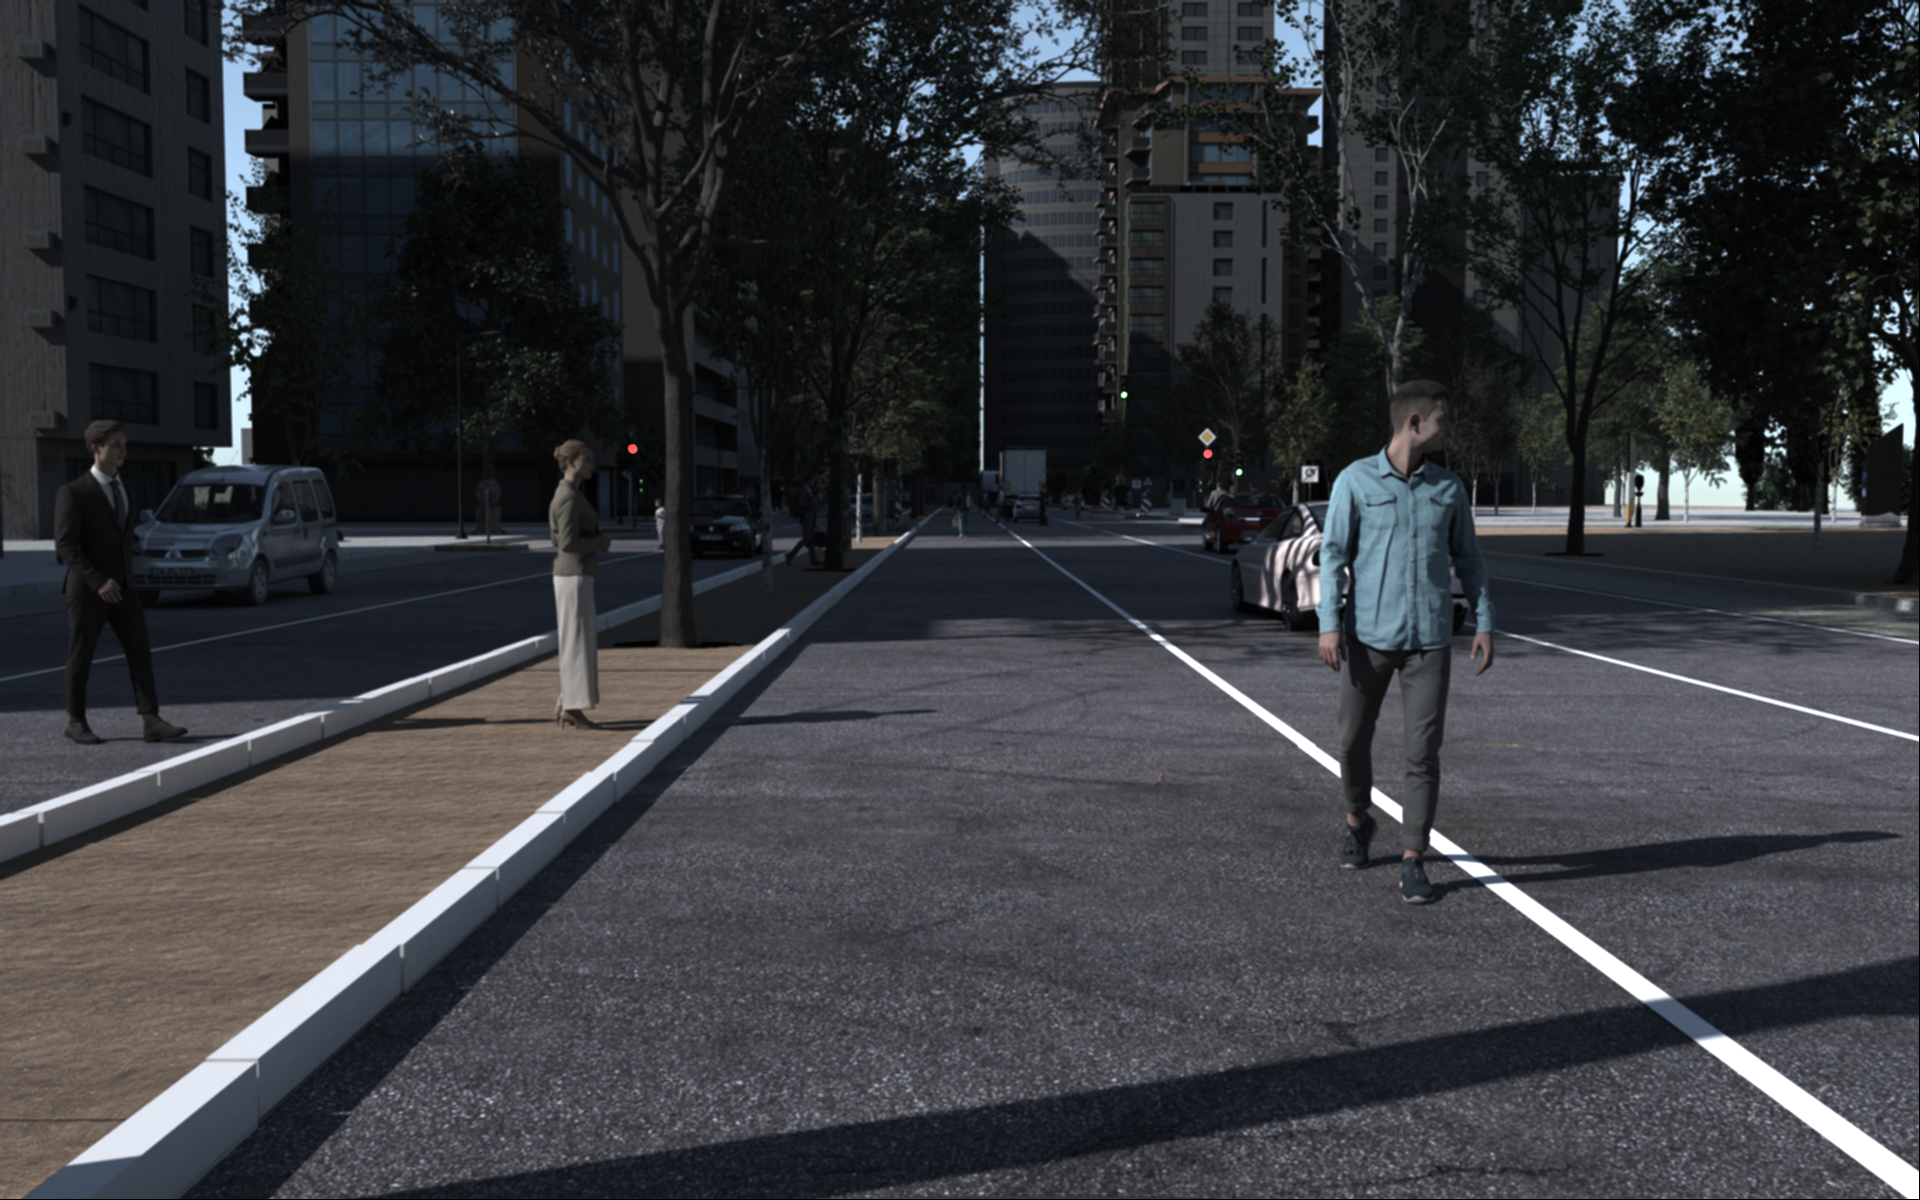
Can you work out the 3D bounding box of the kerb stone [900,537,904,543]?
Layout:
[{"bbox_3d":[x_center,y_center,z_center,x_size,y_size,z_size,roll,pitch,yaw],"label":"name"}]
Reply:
[{"bbox_3d":[-1.718,-1.611,48.541,0.120,0.150,1.000,0,3,0],"label":"kerb stone"}]

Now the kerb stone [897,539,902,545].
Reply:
[{"bbox_3d":[-1.710,-1.485,46.479,0.120,0.150,1.000,0,3,0],"label":"kerb stone"}]

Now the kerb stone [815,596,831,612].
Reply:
[{"bbox_3d":[-1.683,0.083,20.834,0.120,0.150,1.000,0,3,0],"label":"kerb stone"}]

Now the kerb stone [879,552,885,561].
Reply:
[{"bbox_3d":[-1.697,-0.857,36.226,0.120,0.150,1.000,0,3,0],"label":"kerb stone"}]

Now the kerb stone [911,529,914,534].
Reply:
[{"bbox_3d":[-1.726,-2.235,58.805,0.120,0.150,1.000,0,3,0],"label":"kerb stone"}]

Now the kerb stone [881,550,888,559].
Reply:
[{"bbox_3d":[-1.694,-0.921,37.250,0.120,0.150,1.000,0,3,0],"label":"kerb stone"}]

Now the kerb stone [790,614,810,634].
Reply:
[{"bbox_3d":[-1.670,0.275,17.760,0.120,0.150,1.000,0,3,0],"label":"kerb stone"}]

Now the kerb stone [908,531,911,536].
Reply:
[{"bbox_3d":[-1.723,-2.051,55.728,0.120,0.150,1.000,0,3,0],"label":"kerb stone"}]

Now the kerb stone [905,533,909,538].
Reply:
[{"bbox_3d":[-1.710,-1.861,52.647,0.120,0.150,1.000,0,3,0],"label":"kerb stone"}]

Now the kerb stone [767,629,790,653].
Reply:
[{"bbox_3d":[-1.671,0.404,15.701,0.120,0.150,1.000,0,3,0],"label":"kerb stone"}]

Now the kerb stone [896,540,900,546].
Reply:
[{"bbox_3d":[-1.705,-1.421,45.457,0.120,0.150,1.000,0,3,0],"label":"kerb stone"}]

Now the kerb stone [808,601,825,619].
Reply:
[{"bbox_3d":[-1.678,0.150,19.813,0.120,0.150,1.000,0,3,0],"label":"kerb stone"}]

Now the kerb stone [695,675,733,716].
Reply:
[{"bbox_3d":[-1.662,0.649,11.595,0.120,0.150,1.000,0,3,0],"label":"kerb stone"}]

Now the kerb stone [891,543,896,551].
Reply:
[{"bbox_3d":[-1.704,-1.235,42.380,0.120,0.150,1.000,0,3,0],"label":"kerb stone"}]

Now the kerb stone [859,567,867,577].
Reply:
[{"bbox_3d":[-1.689,-0.418,29.048,0.120,0.150,1.000,0,3,0],"label":"kerb stone"}]

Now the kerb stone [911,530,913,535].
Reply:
[{"bbox_3d":[-1.726,-2.174,57.783,0.120,0.150,1.000,0,3,0],"label":"kerb stone"}]

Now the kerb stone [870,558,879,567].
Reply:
[{"bbox_3d":[-1.686,-0.670,33.153,0.120,0.150,1.000,0,3,0],"label":"kerb stone"}]

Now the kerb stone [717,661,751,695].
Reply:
[{"bbox_3d":[-1.665,0.586,12.617,0.120,0.150,1.000,0,3,0],"label":"kerb stone"}]

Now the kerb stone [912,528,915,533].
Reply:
[{"bbox_3d":[-1.727,-2.302,59.828,0.120,0.150,1.000,0,3,0],"label":"kerb stone"}]

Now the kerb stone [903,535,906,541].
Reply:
[{"bbox_3d":[-1.711,-1.736,50.585,0.120,0.150,1.000,0,3,0],"label":"kerb stone"}]

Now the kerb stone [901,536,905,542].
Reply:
[{"bbox_3d":[-1.711,-1.674,49.563,0.120,0.150,1.000,0,3,0],"label":"kerb stone"}]

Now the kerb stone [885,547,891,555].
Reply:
[{"bbox_3d":[-1.702,-1.046,39.305,0.120,0.150,1.000,0,3,0],"label":"kerb stone"}]

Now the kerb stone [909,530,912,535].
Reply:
[{"bbox_3d":[-1.725,-2.113,56.760,0.120,0.150,1.000,0,3,0],"label":"kerb stone"}]

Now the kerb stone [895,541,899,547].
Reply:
[{"bbox_3d":[-1.696,-1.358,44.434,0.120,0.150,1.000,0,3,0],"label":"kerb stone"}]

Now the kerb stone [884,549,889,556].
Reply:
[{"bbox_3d":[-1.700,-0.981,38.283,0.120,0.150,1.000,0,3,0],"label":"kerb stone"}]

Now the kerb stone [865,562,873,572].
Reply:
[{"bbox_3d":[-1.689,-0.544,31.104,0.120,0.150,1.000,0,3,0],"label":"kerb stone"}]

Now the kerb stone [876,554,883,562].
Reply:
[{"bbox_3d":[-1.696,-0.796,35.204,0.120,0.150,1.000,0,3,0],"label":"kerb stone"}]

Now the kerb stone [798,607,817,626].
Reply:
[{"bbox_3d":[-1.677,0.209,18.785,0.120,0.150,1.000,0,3,0],"label":"kerb stone"}]

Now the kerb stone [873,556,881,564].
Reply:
[{"bbox_3d":[-1.695,-0.733,34.182,0.120,0.150,1.000,0,3,0],"label":"kerb stone"}]

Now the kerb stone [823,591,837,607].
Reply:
[{"bbox_3d":[-1.680,0.024,21.858,0.120,0.150,1.000,0,3,0],"label":"kerb stone"}]

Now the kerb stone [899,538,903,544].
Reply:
[{"bbox_3d":[-1.715,-1.549,47.517,0.120,0.150,1.000,0,3,0],"label":"kerb stone"}]

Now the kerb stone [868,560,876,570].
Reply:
[{"bbox_3d":[-1.693,-0.608,32.131,0.120,0.150,1.000,0,3,0],"label":"kerb stone"}]

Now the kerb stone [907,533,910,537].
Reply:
[{"bbox_3d":[-1.716,-1.921,53.682,0.120,0.150,1.000,0,3,0],"label":"kerb stone"}]

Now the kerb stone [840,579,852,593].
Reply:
[{"bbox_3d":[-1.685,-0.168,24.946,0.120,0.150,1.000,0,3,0],"label":"kerb stone"}]

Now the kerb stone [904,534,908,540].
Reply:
[{"bbox_3d":[-1.714,-1.798,51.622,0.120,0.150,1.000,0,3,0],"label":"kerb stone"}]

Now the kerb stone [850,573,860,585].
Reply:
[{"bbox_3d":[-1.685,-0.289,26.997,0.120,0.150,1.000,0,3,0],"label":"kerb stone"}]

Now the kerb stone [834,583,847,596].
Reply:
[{"bbox_3d":[-1.689,-0.105,23.914,0.120,0.150,1.000,0,3,0],"label":"kerb stone"}]

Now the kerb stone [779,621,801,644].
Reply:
[{"bbox_3d":[-1.666,0.335,16.729,0.120,0.150,1.000,0,3,0],"label":"kerb stone"}]

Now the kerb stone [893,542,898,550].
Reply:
[{"bbox_3d":[-1.704,-1.297,43.408,0.120,0.150,1.000,0,3,0],"label":"kerb stone"}]

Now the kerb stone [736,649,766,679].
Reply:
[{"bbox_3d":[-1.665,0.523,13.639,0.120,0.150,1.000,0,3,0],"label":"kerb stone"}]

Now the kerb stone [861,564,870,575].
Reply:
[{"bbox_3d":[-1.689,-0.480,30.082,0.120,0.150,1.000,0,3,0],"label":"kerb stone"}]

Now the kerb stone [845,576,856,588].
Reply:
[{"bbox_3d":[-1.687,-0.230,25.974,0.120,0.150,1.000,0,3,0],"label":"kerb stone"}]

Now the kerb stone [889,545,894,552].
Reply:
[{"bbox_3d":[-1.706,-1.172,41.357,0.120,0.150,1.000,0,3,0],"label":"kerb stone"}]

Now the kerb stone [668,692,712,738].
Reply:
[{"bbox_3d":[-1.659,0.711,10.573,0.120,0.150,1.000,0,3,0],"label":"kerb stone"}]

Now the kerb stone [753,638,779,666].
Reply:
[{"bbox_3d":[-1.663,0.460,14.675,0.120,0.150,1.000,0,3,0],"label":"kerb stone"}]

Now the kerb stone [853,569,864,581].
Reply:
[{"bbox_3d":[-1.684,-0.356,28.023,0.120,0.150,1.000,0,3,0],"label":"kerb stone"}]

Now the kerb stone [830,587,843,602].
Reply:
[{"bbox_3d":[-1.676,-0.038,22.880,0.120,0.150,1.000,0,3,0],"label":"kerb stone"}]

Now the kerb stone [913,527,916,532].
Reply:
[{"bbox_3d":[-1.739,-2.427,61.878,0.120,0.150,1.000,0,3,0],"label":"kerb stone"}]

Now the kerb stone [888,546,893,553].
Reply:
[{"bbox_3d":[-1.703,-1.109,40.332,0.120,0.150,1.000,0,3,0],"label":"kerb stone"}]
